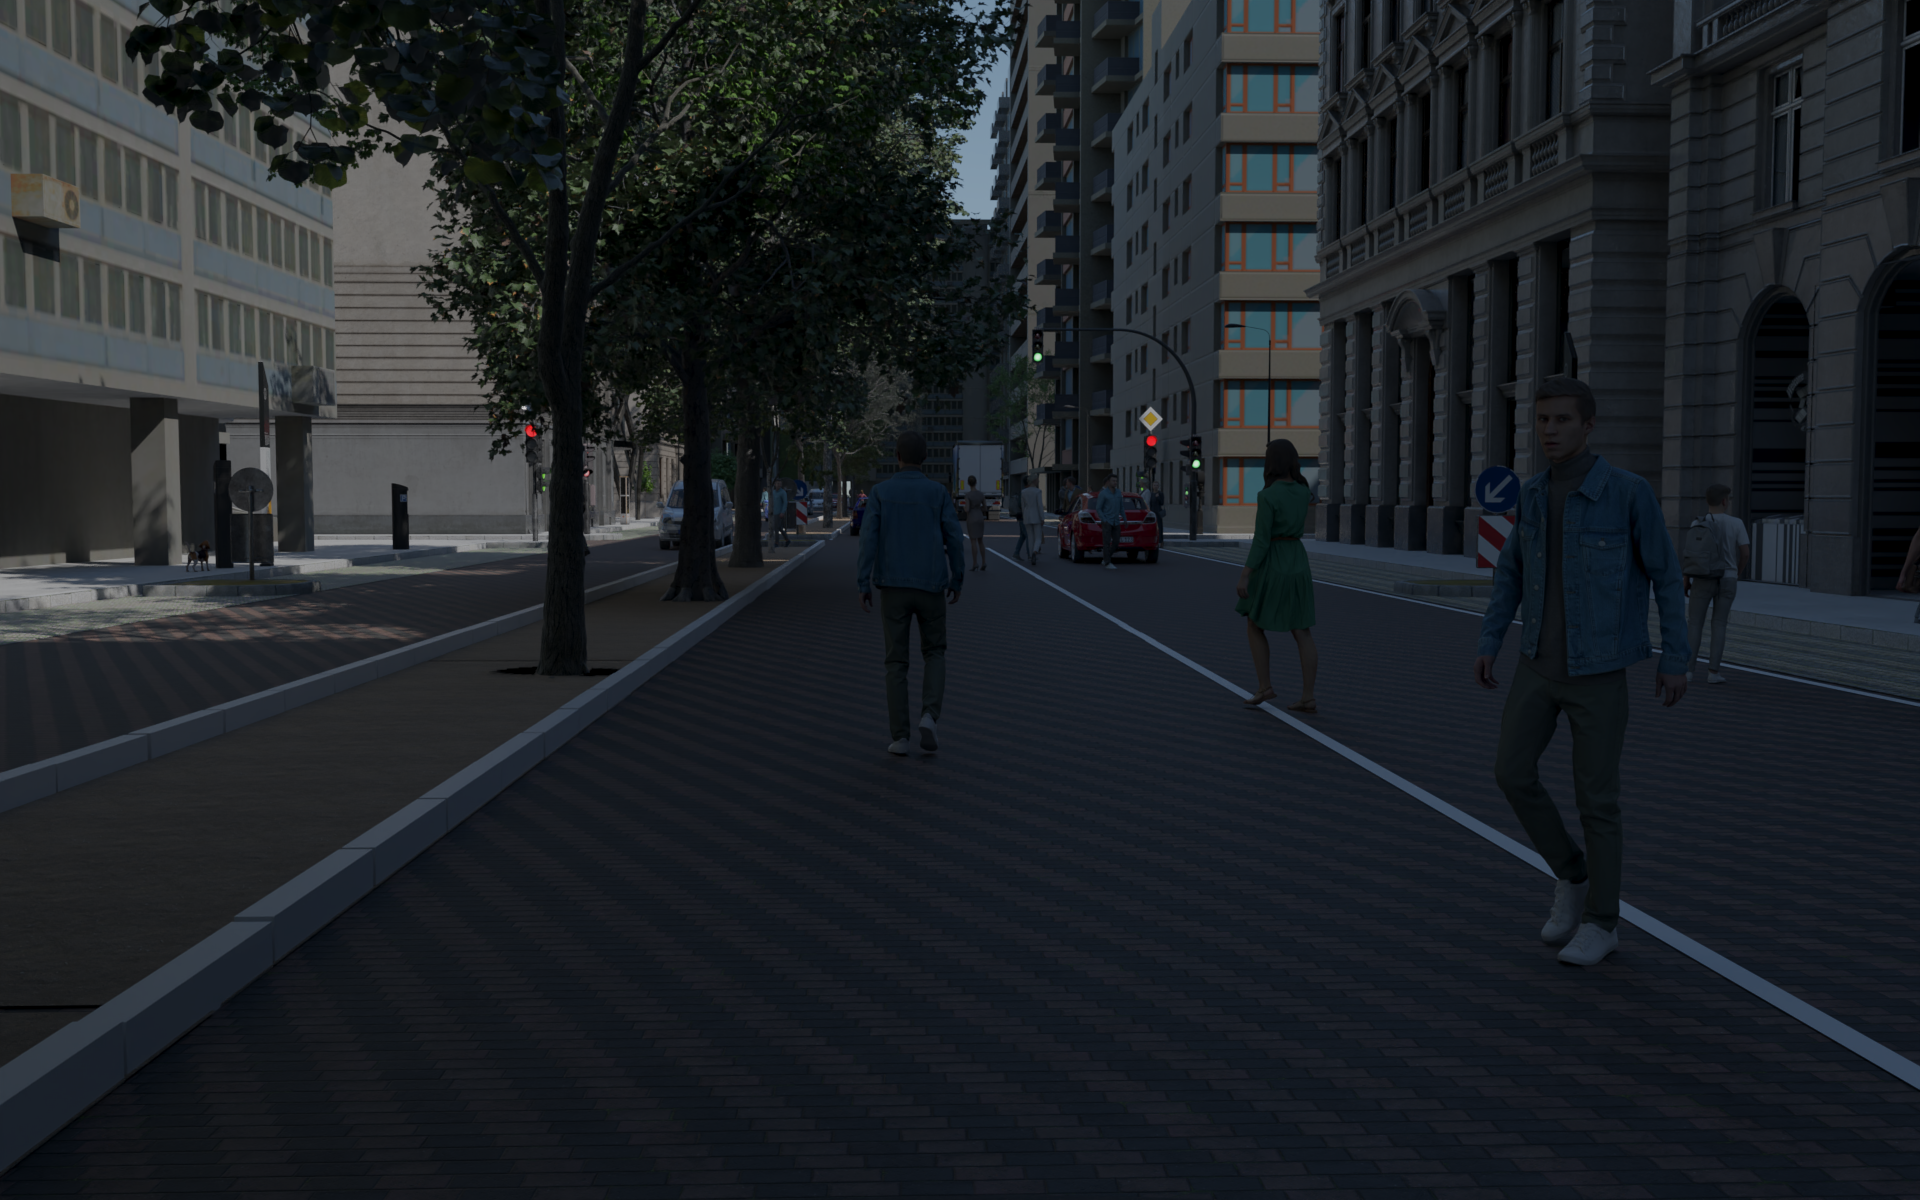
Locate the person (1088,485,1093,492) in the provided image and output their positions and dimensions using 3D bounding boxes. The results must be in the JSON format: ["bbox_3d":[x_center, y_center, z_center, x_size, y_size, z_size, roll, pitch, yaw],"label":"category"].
[{"bbox_3d":[5.314,-3.895,72.456,0.573,1.790,0.520,-1,4,-11],"label":"person"}]

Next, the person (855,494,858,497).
[{"bbox_3d":[-11.578,-11.242,193.014,1.217,1.736,0.721,0,4,-4],"label":"person"}]

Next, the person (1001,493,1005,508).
[{"bbox_3d":[3.989,-9.355,159.704,0.721,1.736,1.217,-1,4,-10],"label":"person"}]

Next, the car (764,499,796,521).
[{"bbox_3d":[-9.357,-5.017,91.613,1.945,1.707,3.694,0,4,-1],"label":"car"}]

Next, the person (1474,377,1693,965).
[{"bbox_3d":[1.926,0.212,5.375,0.444,1.785,0.601,-2,4,-34],"label":"person"}]

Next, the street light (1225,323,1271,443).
[{"bbox_3d":[7.903,-4.574,47.327,1.470,5.913,1.316,0,4,-2],"label":"street light"}]

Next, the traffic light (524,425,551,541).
[{"bbox_3d":[-11.540,-3.554,47.028,0.839,4.253,0.868,0,4,-2],"label":"traffic light"}]

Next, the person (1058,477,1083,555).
[{"bbox_3d":[2.612,-1.957,40.407,0.656,1.842,0.836,1,4,9],"label":"person"}]

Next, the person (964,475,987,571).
[{"bbox_3d":[0.272,-1.431,32.230,0.599,1.781,0.374,-3,4,-38],"label":"person"}]

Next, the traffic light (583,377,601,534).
[{"bbox_3d":[-9.765,-4.921,55.123,4.771,5.953,1.251,0,4,-2],"label":"traffic light"}]

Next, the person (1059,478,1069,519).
[{"bbox_3d":[2.818,-2.263,45.302,0.447,1.846,0.655,1,4,10],"label":"person"}]

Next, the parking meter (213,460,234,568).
[{"bbox_3d":[-12.759,-1.485,29.996,0.255,1.863,0.399,-2,4,-30],"label":"parking meter"}]

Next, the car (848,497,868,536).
[{"bbox_3d":[-2.962,-2.946,60.748,1.945,1.354,3.894,0,4,-2],"label":"car"}]

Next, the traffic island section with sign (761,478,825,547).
[{"bbox_3d":[-4.847,-2.417,47.657,2.006,1.907,1.989,0,4,-2],"label":"traffic island section with sign"}]

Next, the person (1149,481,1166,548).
[{"bbox_3d":[5.164,-2.254,45.777,0.576,1.772,0.534,1,4,14],"label":"person"}]

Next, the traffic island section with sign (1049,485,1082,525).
[{"bbox_3d":[5.177,-4.391,80.418,1.989,1.847,2.006,0,4,-2],"label":"traffic island section with sign"}]

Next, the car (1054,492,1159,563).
[{"bbox_3d":[3.152,-1.735,37.405,2.155,1.783,4.494,0,4,-3],"label":"car"}]

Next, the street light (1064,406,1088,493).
[{"bbox_3d":[6.139,-7.243,90.971,1.470,5.913,1.316,0,4,-2],"label":"street light"}]

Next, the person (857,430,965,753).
[{"bbox_3d":[-0.266,-0.041,9.521,0.601,1.785,0.444,0,4,-3],"label":"person"}]

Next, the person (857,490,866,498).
[{"bbox_3d":[-7.811,-7.811,136.927,1.217,1.743,0.721,-2,4,-28],"label":"person"}]

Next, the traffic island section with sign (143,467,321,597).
[{"bbox_3d":[-10.391,-1.001,24.988,1.989,1.847,2.006,0,4,-2],"label":"traffic island section with sign"}]

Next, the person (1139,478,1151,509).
[{"bbox_3d":[4.647,-2.140,43.373,0.818,1.842,0.514,-3,4,-36],"label":"person"}]

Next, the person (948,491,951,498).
[{"bbox_3d":[-1.046,-9.335,161.574,0.683,1.767,0.568,3,5,40],"label":"person"}]

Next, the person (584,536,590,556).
[{"bbox_3d":[-8.866,-1.896,39.771,0.678,1.792,0.850,3,4,38],"label":"person"}]

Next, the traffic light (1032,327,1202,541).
[{"bbox_3d":[4.321,-4.456,47.520,4.771,5.953,1.251,0,4,-2],"label":"traffic light"}]

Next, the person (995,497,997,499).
[{"bbox_3d":[2.921,-8.317,147.707,0.697,1.427,0.421,0,4,6],"label":"person"}]

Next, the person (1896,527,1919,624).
[{"bbox_3d":[6.211,-0.135,10.808,0.778,1.811,0.616,-3,4,-39],"label":"person"}]

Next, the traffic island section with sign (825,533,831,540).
[{"bbox_3d":[-5.127,-2.870,55.059,2.006,1.907,1.989,0,4,-2],"label":"traffic island section with sign"}]

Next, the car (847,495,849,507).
[{"bbox_3d":[-12.499,-10.541,184.713,2.083,1.381,4.827,0,4,-2],"label":"car"}]

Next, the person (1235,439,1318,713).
[{"bbox_3d":[2.122,-0.164,11.435,0.600,1.795,0.529,-3,5,-45],"label":"person"}]

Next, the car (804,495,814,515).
[{"bbox_3d":[-10.907,-6.463,117.677,2.014,1.417,4.499,0,4,-2],"label":"car"}]

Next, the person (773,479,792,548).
[{"bbox_3d":[-4.753,-2.299,45.950,0.748,1.841,0.638,-2,4,-30],"label":"person"}]

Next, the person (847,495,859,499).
[{"bbox_3d":[-9.406,-8.767,152.354,1.217,1.766,0.721,-1,4,-11],"label":"person"}]

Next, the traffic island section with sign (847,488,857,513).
[{"bbox_3d":[-8.072,-7.462,130.140,2.006,1.907,1.989,0,4,-2],"label":"traffic island section with sign"}]

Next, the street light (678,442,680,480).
[{"bbox_3d":[-14.913,-7.501,95.183,1.470,5.913,1.316,0,4,-2],"label":"street light"}]

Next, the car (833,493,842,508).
[{"bbox_3d":[-11.271,-8.891,154.402,2.155,1.783,4.494,0,4,-4],"label":"car"}]

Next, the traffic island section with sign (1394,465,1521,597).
[{"bbox_3d":[7.348,-0.993,24.869,1.989,1.847,2.006,0,4,-2],"label":"traffic island section with sign"}]

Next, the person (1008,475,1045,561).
[{"bbox_3d":[1.424,-1.725,36.689,0.713,1.824,0.794,2,4,26],"label":"person"}]

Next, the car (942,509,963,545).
[{"bbox_3d":[-0.908,-2.052,43.335,2.009,1.686,4.222,0,4,-2],"label":"car"}]

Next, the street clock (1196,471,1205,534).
[{"bbox_3d":[7.647,-3.095,55.174,0.358,2.002,0.471,0,4,-3],"label":"street clock"}]

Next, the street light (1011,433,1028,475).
[{"bbox_3d":[4.578,-9.684,130.867,1.470,5.913,1.316,0,4,-2],"label":"street light"}]

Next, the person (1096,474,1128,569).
[{"bbox_3d":[2.876,-1.513,33.253,0.660,1.820,0.620,-3,5,-39],"label":"person"}]

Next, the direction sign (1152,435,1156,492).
[{"bbox_3d":[7.429,-4.564,66.611,0.379,3.537,0.876,1,4,17],"label":"direction sign"}]

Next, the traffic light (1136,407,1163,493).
[{"bbox_3d":[6.095,-4.086,55.722,0.839,4.253,0.868,0,4,-2],"label":"traffic light"}]

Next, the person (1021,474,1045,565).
[{"bbox_3d":[1.454,-1.608,34.671,0.514,1.842,0.818,1,4,13],"label":"person"}]

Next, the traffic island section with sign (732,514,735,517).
[{"bbox_3d":[-13.619,-6.056,107.648,1.989,1.847,2.006,0,4,-2],"label":"traffic island section with sign"}]

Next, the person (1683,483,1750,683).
[{"bbox_3d":[5.682,-0.126,13.163,0.503,1.515,0.523,-1,4,-13],"label":"person"}]

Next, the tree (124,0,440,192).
[{"bbox_3d":[-3.016,-5.716,2.574,9.857,13.997,8.962,0,3,0],"label":"tree"}]

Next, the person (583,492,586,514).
[{"bbox_3d":[-7.349,-1.481,32.497,0.755,1.850,0.659,3,5,41],"label":"person"}]

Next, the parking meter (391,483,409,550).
[{"bbox_3d":[-12.963,-1.939,40.116,0.372,1.533,0.369,0,3,0],"label":"parking meter"}]

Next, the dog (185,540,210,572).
[{"bbox_3d":[-12.630,-0.726,28.699,0.406,0.507,0.540,-2,4,-28],"label":"dog"}]

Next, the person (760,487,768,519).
[{"bbox_3d":[-11.141,-5.567,99.537,0.620,1.820,0.660,2,4,33],"label":"person"}]

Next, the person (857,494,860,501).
[{"bbox_3d":[-9.505,-9.240,162.811,0.421,1.427,0.697,0,4,-5],"label":"person"}]

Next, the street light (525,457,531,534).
[{"bbox_3d":[-13.339,-5.052,55.147,1.470,5.913,1.316,0,4,-2],"label":"street light"}]

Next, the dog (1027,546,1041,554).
[{"bbox_3d":[1.871,-1.513,41.579,0.800,0.831,0.513,-2,4,-35],"label":"dog"}]

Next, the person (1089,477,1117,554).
[{"bbox_3d":[3.442,-2.020,41.489,0.822,1.834,0.622,0,4,4],"label":"person"}]
